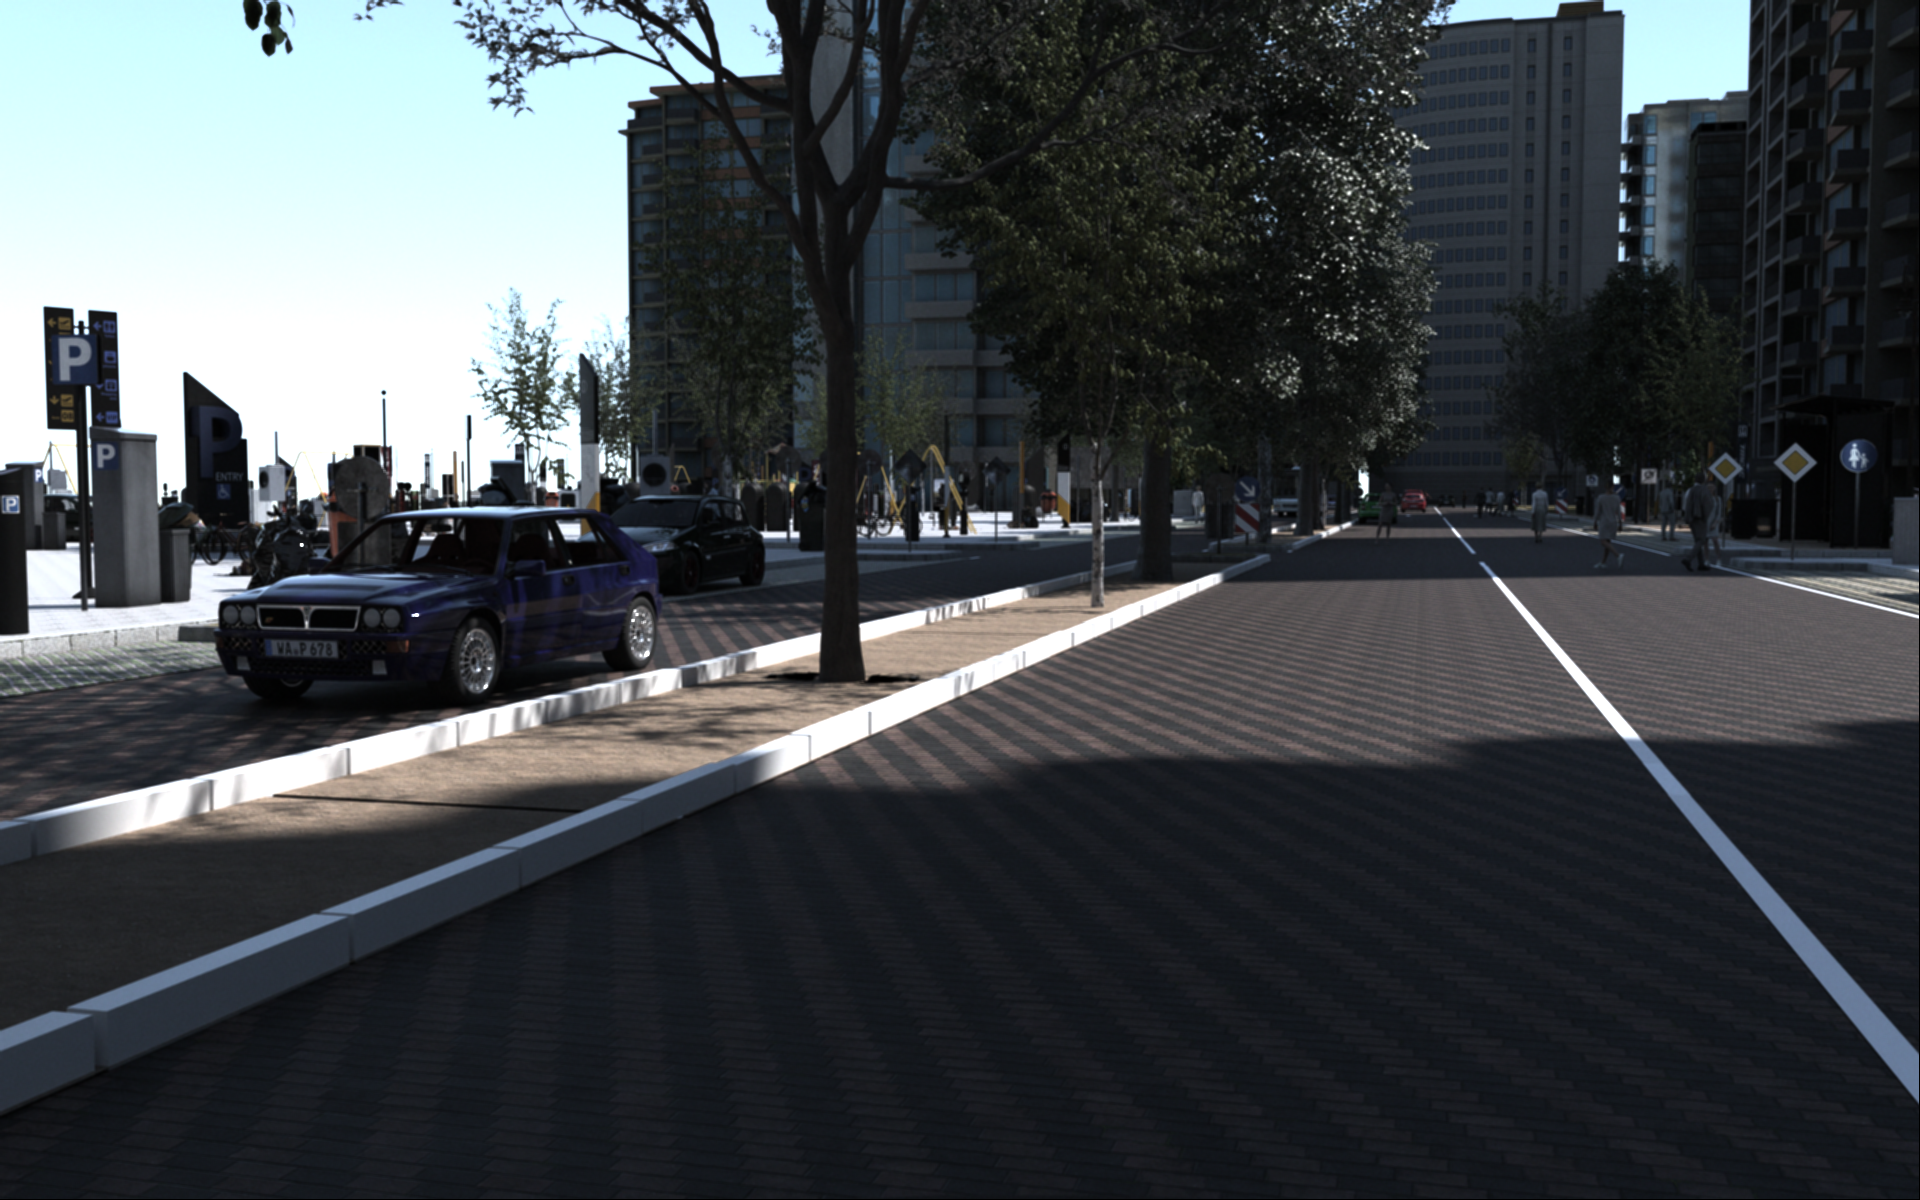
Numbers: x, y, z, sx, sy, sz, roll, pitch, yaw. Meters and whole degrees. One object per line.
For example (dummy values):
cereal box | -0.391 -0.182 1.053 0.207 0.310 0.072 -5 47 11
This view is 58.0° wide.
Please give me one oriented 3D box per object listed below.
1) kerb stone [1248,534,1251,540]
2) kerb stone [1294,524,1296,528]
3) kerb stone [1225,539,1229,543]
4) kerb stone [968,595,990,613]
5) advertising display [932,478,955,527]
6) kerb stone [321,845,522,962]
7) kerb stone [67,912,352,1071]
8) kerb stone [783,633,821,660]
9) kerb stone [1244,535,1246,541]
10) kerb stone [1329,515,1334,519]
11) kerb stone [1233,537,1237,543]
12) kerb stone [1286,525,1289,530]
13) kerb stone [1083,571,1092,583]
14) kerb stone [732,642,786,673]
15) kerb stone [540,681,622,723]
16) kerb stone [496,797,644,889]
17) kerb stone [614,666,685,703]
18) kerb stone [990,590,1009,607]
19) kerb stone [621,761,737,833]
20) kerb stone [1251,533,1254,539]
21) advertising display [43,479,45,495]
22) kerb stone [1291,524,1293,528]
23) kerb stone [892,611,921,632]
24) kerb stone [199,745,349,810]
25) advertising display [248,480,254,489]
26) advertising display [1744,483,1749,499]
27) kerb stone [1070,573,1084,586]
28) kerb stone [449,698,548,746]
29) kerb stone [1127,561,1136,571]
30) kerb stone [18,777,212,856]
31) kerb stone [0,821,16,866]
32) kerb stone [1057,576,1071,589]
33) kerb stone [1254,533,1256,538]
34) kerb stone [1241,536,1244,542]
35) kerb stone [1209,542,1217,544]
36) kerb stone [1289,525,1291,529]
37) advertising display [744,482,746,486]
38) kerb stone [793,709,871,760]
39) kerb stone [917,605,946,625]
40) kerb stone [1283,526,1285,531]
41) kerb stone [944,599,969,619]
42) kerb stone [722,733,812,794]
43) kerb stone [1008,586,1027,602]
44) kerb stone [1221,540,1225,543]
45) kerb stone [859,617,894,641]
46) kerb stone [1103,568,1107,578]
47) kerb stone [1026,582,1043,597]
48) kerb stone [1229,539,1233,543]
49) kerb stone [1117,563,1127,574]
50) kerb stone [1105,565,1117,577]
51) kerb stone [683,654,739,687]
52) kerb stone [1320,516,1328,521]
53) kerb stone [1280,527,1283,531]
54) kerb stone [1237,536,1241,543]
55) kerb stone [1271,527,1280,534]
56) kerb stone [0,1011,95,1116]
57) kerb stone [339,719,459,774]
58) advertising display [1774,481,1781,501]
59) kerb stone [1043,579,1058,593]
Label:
kerb stone | 8.779 -1.907 53.381 0.120 0.150 1.000 1 4 15
kerb stone | 13.815 -3.049 72.203 0.120 0.150 1.000 1 4 15
kerb stone | 7.193 -1.540 47.445 0.120 0.150 1.000 1 4 15
kerb stone | 0.160 0.063 21.162 0.120 0.150 1.000 1 4 15
advertising display | -0.647 -3.858 68.289 0.974 1.923 0.123 -2 4 -26
kerb stone | -1.780 1.004 5.791 0.120 0.150 1.000 1 4 15
kerb stone | -2.044 1.064 4.796 0.120 0.150 1.000 1 4 15
kerb stone | -1.436 0.426 15.231 0.120 0.150 1.000 1 4 15
kerb stone | 8.514 -1.847 52.393 0.120 0.150 1.000 1 4 15
kerb stone | 21.756 -4.872 101.892 0.120 0.150 1.000 1 4 15
kerb stone | 7.714 -1.665 49.425 0.120 0.150 1.000 1 4 15
kerb stone | 12.762 -2.816 68.229 0.120 0.150 1.000 1 4 15
kerb stone | 2.007 -0.361 28.105 0.120 0.150 1.000 1 4 15
kerb stone | -1.691 0.486 14.242 0.120 0.150 1.000 1 4 15
kerb stone | -2.491 0.669 11.262 0.120 0.150 1.000 1 4 15
kerb stone | -1.518 0.943 6.779 0.120 0.150 1.000 1 4 15
kerb stone | -2.229 0.608 12.258 0.120 0.150 1.000 1 4 15
kerb stone | 0.422 0.009 22.151 0.120 0.150 1.000 1 4 15
kerb stone | -1.261 0.882 7.770 0.120 0.150 1.000 1 4 15
kerb stone | 9.037 -1.966 54.371 0.120 0.150 1.000 1 4 15
advertising display | -38.156 -4.039 71.258 0.123 1.923 0.974 3 4 39
kerb stone | 13.283 -2.933 70.220 0.120 0.150 1.000 1 4 15
kerb stone | -0.636 0.250 18.201 0.120 0.150 1.000 1 4 15
kerb stone | -3.290 0.853 8.294 0.120 0.150 1.000 1 4 15
advertising display | -33.296 -4.634 80.982 0.974 1.923 0.123 3 5 41
advertising display | 44.766 -5.661 97.765 0.123 1.923 0.974 -3 5 -41
kerb stone | 1.746 -0.301 27.117 0.120 0.150 1.000 1 4 15
kerb stone | -2.756 0.729 10.275 0.120 0.150 1.000 1 4 15
kerb stone | 3.074 -0.603 32.069 0.120 0.150 1.000 1 4 15
kerb stone | -3.555 0.911 7.302 0.120 0.150 1.000 1 4 15
kerb stone | -3.821 0.972 6.307 0.120 0.150 1.000 1 4 15
kerb stone | 1.482 -0.239 26.120 0.120 0.150 1.000 1 4 15
kerb stone | 9.304 -2.026 55.357 0.120 0.150 1.000 1 4 15
kerb stone | 8.249 -1.787 51.406 0.120 0.150 1.000 1 4 15
kerb stone | 6.659 -1.423 45.459 0.120 0.150 1.000 1 4 15
kerb stone | 13.023 -2.872 69.226 0.120 0.150 1.000 1 4 15
advertising display | -11.453 -5.401 93.523 0.123 1.923 0.974 0 4 8
kerb stone | -0.726 0.763 9.752 0.120 0.150 1.000 1 4 15
kerb stone | -0.378 0.184 19.190 0.120 0.150 1.000 1 4 15
kerb stone | 12.219 -2.693 66.257 0.120 0.150 1.000 1 4 15
kerb stone | -0.104 0.124 20.174 0.120 0.150 1.000 1 4 15
kerb stone | -0.991 0.830 8.756 0.120 0.150 1.000 1 4 15
kerb stone | 0.687 -0.058 23.143 0.120 0.150 1.000 1 4 15
kerb stone | 6.927 -1.479 46.448 0.120 0.150 1.000 1 4 15
kerb stone | -0.890 0.305 17.205 0.120 0.150 1.000 1 4 15
kerb stone | 2.275 -0.417 29.092 0.120 0.150 1.000 1 4 15
kerb stone | 0.951 -0.119 24.136 0.120 0.150 1.000 1 4 15
kerb stone | 7.459 -1.603 48.435 0.120 0.150 1.000 1 4 15
kerb stone | 2.812 -0.543 31.080 0.120 0.150 1.000 1 4 15
kerb stone | 2.541 -0.482 30.078 0.120 0.150 1.000 1 4 15
kerb stone | -1.957 0.554 13.248 0.120 0.150 1.000 1 4 15
kerb stone | 20.171 -4.511 95.951 0.120 0.150 1.000 1 4 15
kerb stone | 11.958 -2.634 65.266 0.120 0.150 1.000 1 4 15
kerb stone | 7.982 -1.726 50.412 0.120 0.150 1.000 1 4 15
kerb stone | 11.695 -2.574 64.278 0.120 0.150 1.000 1 4 15
kerb stone | -2.322 1.125 3.803 0.120 0.150 1.000 1 4 15
kerb stone | -3.020 0.792 9.280 0.120 0.150 1.000 1 4 15
advertising display | 42.079 -5.089 88.420 0.974 1.923 0.123 3 5 45
kerb stone | 1.217 -0.179 25.126 0.120 0.150 1.000 1 4 15
